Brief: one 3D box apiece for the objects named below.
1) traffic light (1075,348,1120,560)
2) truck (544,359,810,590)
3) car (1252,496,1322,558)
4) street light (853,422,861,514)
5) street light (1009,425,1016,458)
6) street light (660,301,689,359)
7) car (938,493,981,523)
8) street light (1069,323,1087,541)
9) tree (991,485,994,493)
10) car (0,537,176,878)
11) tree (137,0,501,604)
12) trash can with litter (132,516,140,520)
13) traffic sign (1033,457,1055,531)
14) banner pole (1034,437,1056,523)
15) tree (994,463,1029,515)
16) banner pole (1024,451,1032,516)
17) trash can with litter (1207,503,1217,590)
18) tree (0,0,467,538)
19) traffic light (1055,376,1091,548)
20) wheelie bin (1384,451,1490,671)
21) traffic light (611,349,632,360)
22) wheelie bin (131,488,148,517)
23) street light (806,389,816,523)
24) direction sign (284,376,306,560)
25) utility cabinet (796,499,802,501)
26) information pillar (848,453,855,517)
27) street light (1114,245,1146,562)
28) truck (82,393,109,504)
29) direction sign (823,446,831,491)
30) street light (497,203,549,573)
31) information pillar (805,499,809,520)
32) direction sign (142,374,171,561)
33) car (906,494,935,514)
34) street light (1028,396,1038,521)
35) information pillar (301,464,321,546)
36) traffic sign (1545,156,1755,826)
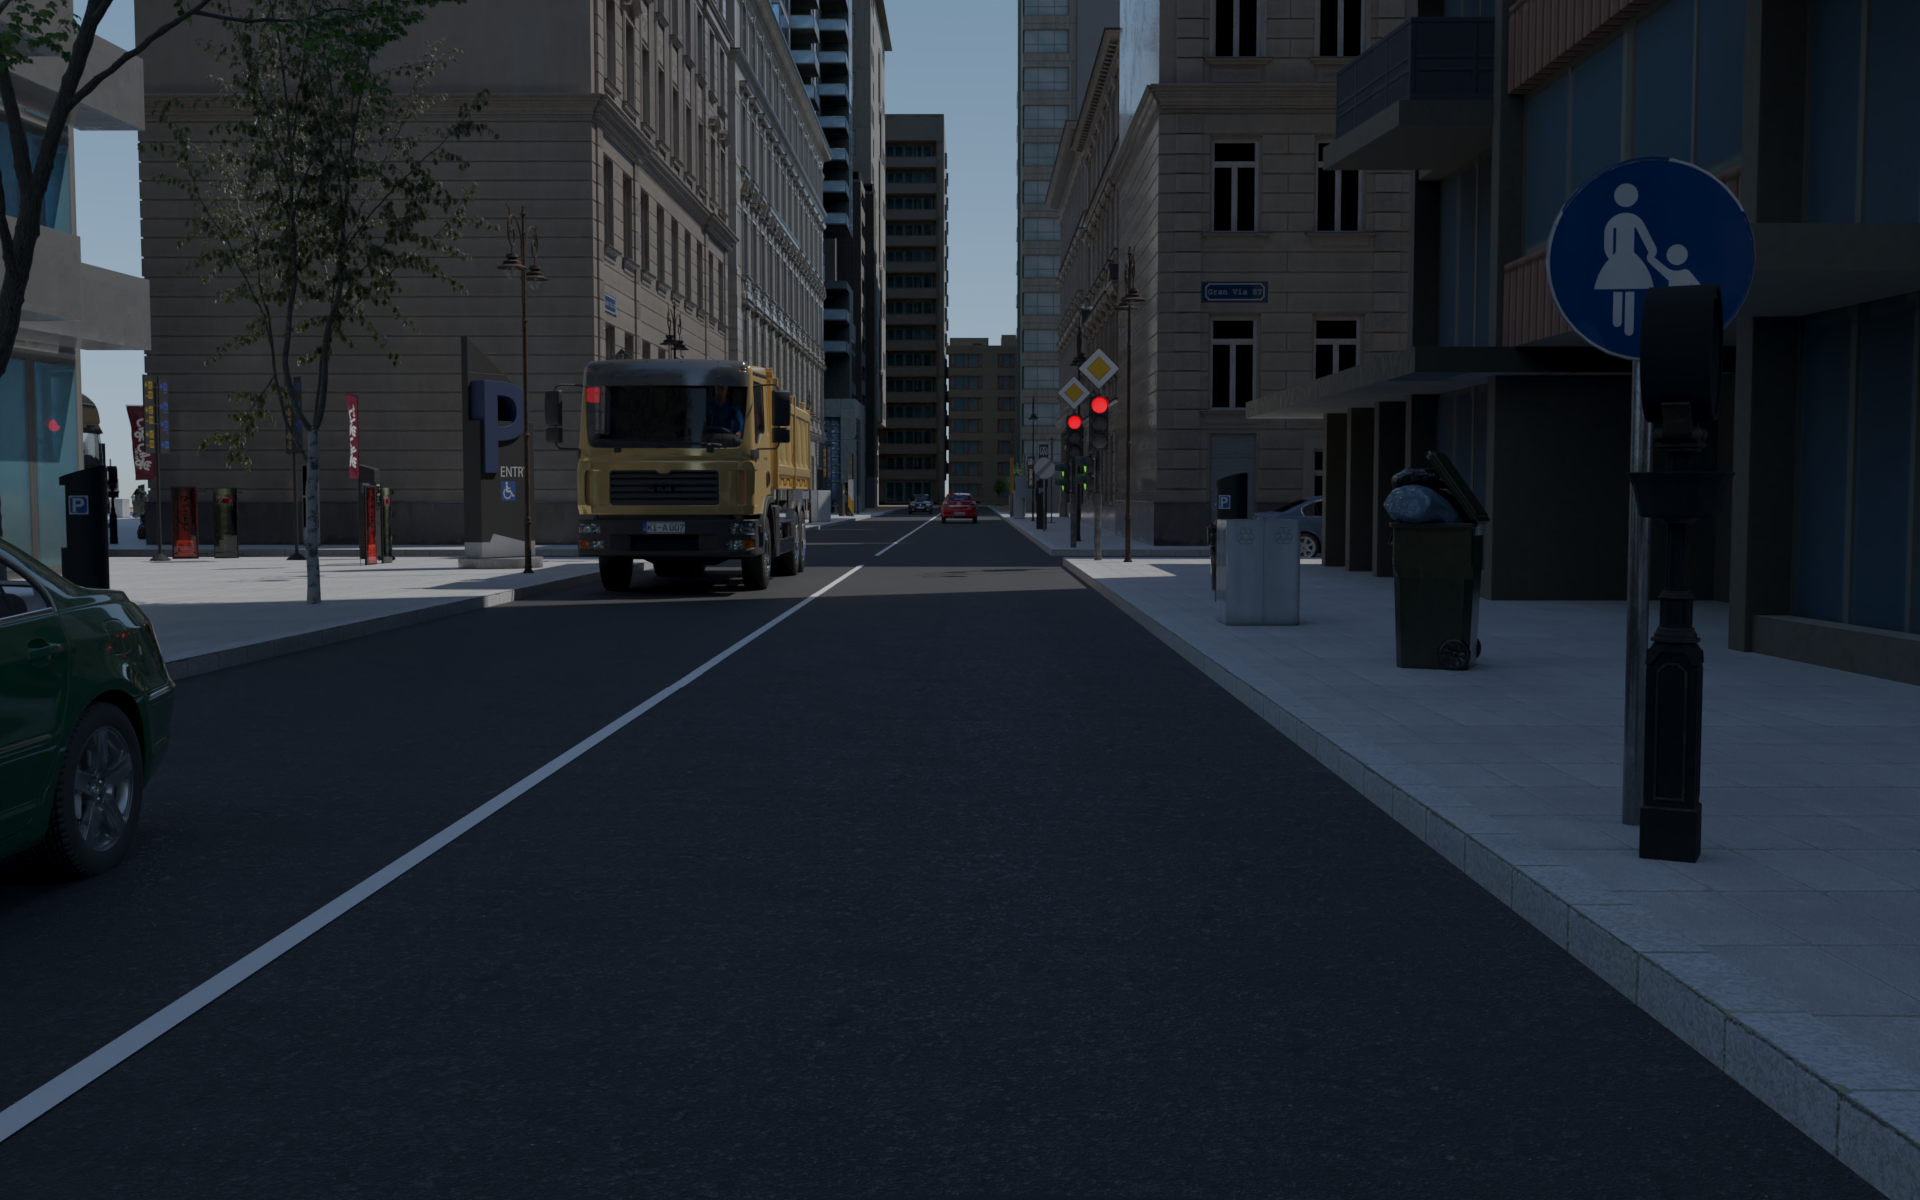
[{"bbox_3d":[2.653,-2.722,33.433,0.839,4.253,0.868,0,4,0],"label":"traffic light"},{"bbox_3d":[-4.113,-1.966,28.075,3.469,3.379,9.791,0,3,0],"label":"truck"},{"bbox_3d":[8.475,-1.540,37.182,4.499,1.417,2.014,0,4,0],"label":"car"},{"bbox_3d":[-6.571,-8.470,111.280,0.468,5.910,1.993,0,4,0],"label":"street light"},{"bbox_3d":[3.534,-8.772,116.203,0.468,5.910,1.993,0,4,0],"label":"street light"},{"bbox_3d":[-6.851,-4.215,41.703,0.468,5.910,1.993,0,4,0],"label":"street light"},{"bbox_3d":[-0.038,-4.709,86.040,2.155,1.783,4.494,0,4,0],"label":"car"},{"bbox_3d":[3.216,-4.531,46.862,0.468,5.910,1.993,0,4,0],"label":"street light"},{"bbox_3d":[4.601,-12.203,194.119,1.663,3.219,1.824,0,3,0],"label":"tree"},{"bbox_3d":[-4.101,0.406,5.165,2.131,1.459,4.920,0,4,-1],"label":"car"},{"bbox_3d":[-7.557,-4.276,20.268,4.360,8.622,3.978,0,3,0],"label":"tree"},{"bbox_3d":[-43.041,-4.938,91.786,2.233,1.210,1.678,-3,5,-45],"label":"trash can with litter"},{"bbox_3d":[2.920,-3.657,59.900,0.768,2.556,0.104,0,4,4],"label":"traffic sign"},{"bbox_3d":[3.839,-5.292,76.537,0.863,3.779,0.401,2,4,28],"label":"banner pole"},{"bbox_3d":[3.544,-7.312,114.145,1.663,3.219,1.824,0,3,0],"label":"tree"},{"bbox_3d":[4.020,-6.812,101.387,0.863,3.779,0.401,1,4,19],"label":"banner pole"},{"bbox_3d":[3.808,-0.706,22.935,1.055,1.170,0.624,1,4,21],"label":"trash can with litter"},{"bbox_3d":[-7.702,-5.376,13.651,9.928,11.665,9.643,0,3,0],"label":"tree"},{"bbox_3d":[2.701,-3.211,41.418,0.839,4.253,0.868,0,4,0],"label":"traffic light"},{"bbox_3d":[3.528,-0.302,12.849,0.693,1.594,0.980,2,4,24],"label":"wheelie bin"},{"bbox_3d":[-6.509,-2.725,33.472,0.839,4.253,0.868,0,4,0],"label":"traffic light"},{"bbox_3d":[-44.941,-5.324,94.956,0.693,1.594,0.980,0,4,7],"label":"wheelie bin"},{"bbox_3d":[-6.631,-6.339,76.426,0.468,5.910,1.993,0,4,0],"label":"street light"},{"bbox_3d":[-12.938,-2.550,33.686,0.379,3.537,0.876,-3,5,-40],"label":"direction sign"},{"bbox_3d":[-7.536,-4.294,81.375,0.306,1.237,1.020,0,4,-1],"label":"utility cabinet"},{"bbox_3d":[-6.211,-6.564,98.673,0.183,3.616,0.504,-2,4,-32],"label":"information pillar"},{"bbox_3d":[3.163,-3.649,32.446,0.468,5.910,1.993,0,4,0],"label":"street light"},{"bbox_3d":[-24.211,-3.010,38.123,11.283,4.237,2.839,0,3,0],"label":"truck"},{"bbox_3d":[-6.350,-5.537,82.525,0.379,3.537,0.876,1,4,20],"label":"direction sign"},{"bbox_3d":[-6.999,-3.371,27.901,0.468,5.910,1.993,0,4,0],"label":"street light"},{"bbox_3d":[-7.712,-5.039,86.883,0.304,2.012,0.304,2,4,32],"label":"information pillar"},{"bbox_3d":[-15.385,-2.521,33.210,0.379,3.537,0.876,0,4,4],"label":"direction sign"},{"bbox_3d":[-2.811,-6.958,123.547,2.009,1.686,4.222,0,4,-1],"label":"car"},{"bbox_3d":[3.442,-6.651,81.532,0.468,5.910,1.993,0,4,0],"label":"street light"},{"bbox_3d":[-15.937,-2.326,42.529,0.304,2.012,0.304,3,5,40],"label":"information pillar"},{"bbox_3d":[2.618,-0.401,6.659,0.768,2.556,0.104,0,4,5],"label":"traffic sign"}]
